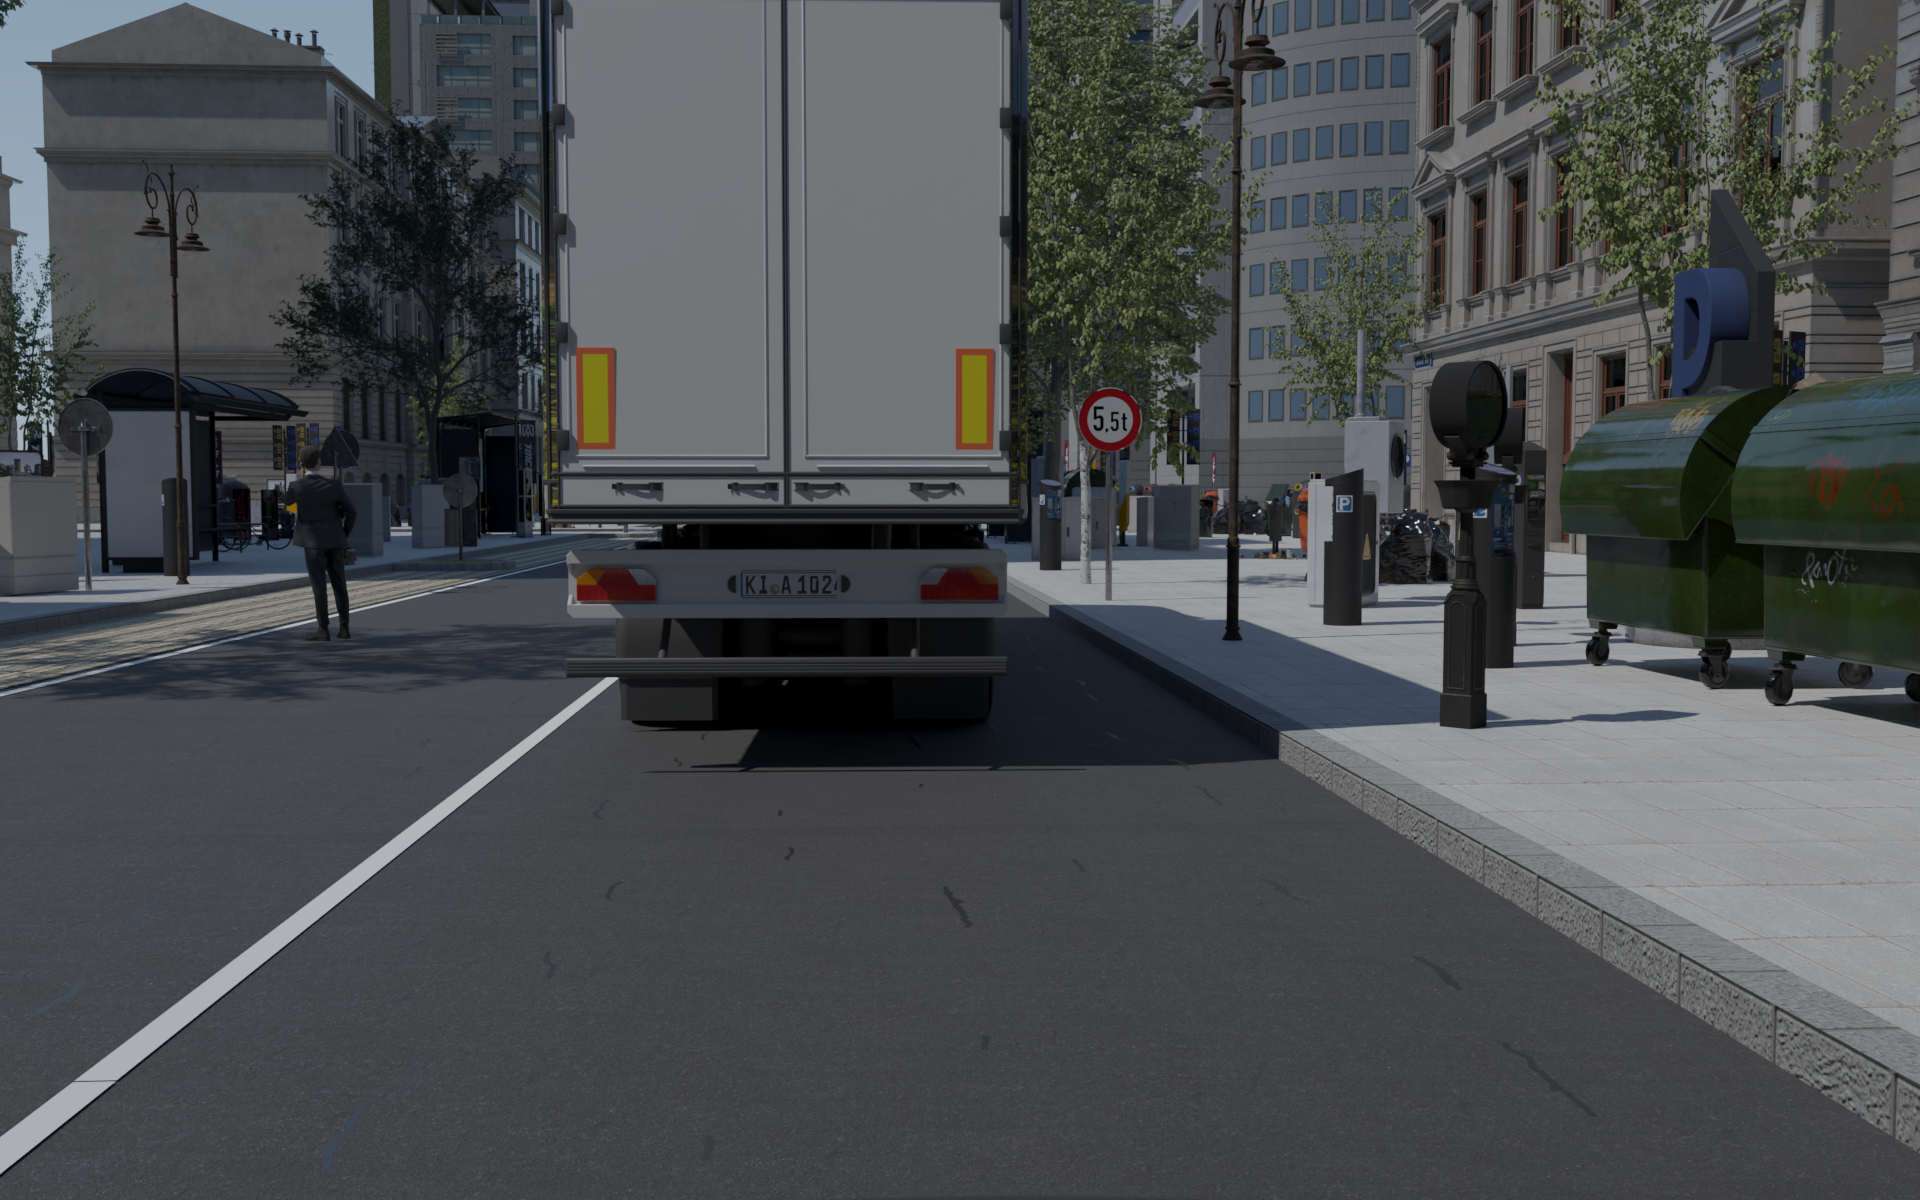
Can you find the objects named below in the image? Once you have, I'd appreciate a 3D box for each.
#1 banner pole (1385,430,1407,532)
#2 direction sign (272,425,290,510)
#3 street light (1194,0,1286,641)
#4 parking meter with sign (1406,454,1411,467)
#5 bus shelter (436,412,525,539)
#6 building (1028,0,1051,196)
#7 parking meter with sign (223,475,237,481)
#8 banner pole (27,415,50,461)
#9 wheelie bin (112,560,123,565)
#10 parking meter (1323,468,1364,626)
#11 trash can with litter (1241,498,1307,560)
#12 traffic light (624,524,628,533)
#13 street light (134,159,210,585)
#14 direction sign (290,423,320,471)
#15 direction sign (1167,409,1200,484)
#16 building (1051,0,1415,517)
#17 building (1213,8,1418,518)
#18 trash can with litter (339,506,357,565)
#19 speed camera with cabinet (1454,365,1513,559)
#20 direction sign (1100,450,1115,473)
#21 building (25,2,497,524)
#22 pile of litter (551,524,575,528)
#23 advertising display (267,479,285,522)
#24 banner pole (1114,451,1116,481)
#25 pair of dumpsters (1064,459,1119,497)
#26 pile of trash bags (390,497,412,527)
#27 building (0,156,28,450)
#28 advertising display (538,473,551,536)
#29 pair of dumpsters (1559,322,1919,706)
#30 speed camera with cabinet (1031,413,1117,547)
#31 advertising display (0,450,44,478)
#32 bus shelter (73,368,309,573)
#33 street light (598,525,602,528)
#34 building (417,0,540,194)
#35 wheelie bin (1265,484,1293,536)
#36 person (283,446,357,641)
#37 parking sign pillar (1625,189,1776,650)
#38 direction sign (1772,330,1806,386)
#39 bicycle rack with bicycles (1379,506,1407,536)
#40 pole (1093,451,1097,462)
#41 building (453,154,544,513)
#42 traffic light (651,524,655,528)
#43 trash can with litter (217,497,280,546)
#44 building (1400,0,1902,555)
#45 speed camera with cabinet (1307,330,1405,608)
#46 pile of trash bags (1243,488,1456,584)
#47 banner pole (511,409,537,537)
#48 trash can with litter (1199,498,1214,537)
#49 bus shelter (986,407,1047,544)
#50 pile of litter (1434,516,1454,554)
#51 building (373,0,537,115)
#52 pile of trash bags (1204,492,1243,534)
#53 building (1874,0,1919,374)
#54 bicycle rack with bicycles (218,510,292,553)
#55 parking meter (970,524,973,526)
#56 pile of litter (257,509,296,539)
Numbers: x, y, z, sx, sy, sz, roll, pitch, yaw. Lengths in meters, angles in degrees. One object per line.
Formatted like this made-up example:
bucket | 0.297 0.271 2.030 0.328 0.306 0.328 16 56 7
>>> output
banner pole | 14.847 -4.229 59.160 0.863 3.779 0.401 0 4 5
direction sign | -22.256 -3.983 57.121 0.379 3.537 0.876 2 4 32
street light | 2.394 -2.585 15.046 0.468 5.910 1.993 0 4 -4
parking meter with sign | 19.517 -4.932 76.896 0.543 3.016 1.738 0 4 1
bus shelter | -14.420 -3.744 52.489 1.731 3.624 6.357 0 4 -3
building | 14.555 -33.152 165.737 21.300 48.544 21.600 0 4 -4
parking meter with sign | -29.775 -4.535 70.412 1.738 3.016 0.543 -1 4 -12
banner pole | -28.528 -3.901 53.799 0.401 3.779 0.863 3 5 40
wheelie bin | -15.062 -1.436 31.389 0.693 1.594 0.980 0 4 4
parking meter | 3.754 -0.523 16.959 0.372 1.533 0.369 0 3 0
trash can with litter | 6.494 -1.450 34.767 1.678 1.210 2.233 1 4 18
traffic light | -11.074 -4.187 57.382 0.839 4.253 0.868 0 4 -4
street light | -11.024 -3.156 24.382 0.468 5.910 1.993 0 4 -4
direction sign | -20.837 -3.878 55.409 0.876 3.537 0.379 1 4 21
direction sign | 5.947 -3.315 46.193 0.876 3.537 0.379 1 4 9
building | 16.986 -35.508 122.560 21.231 58.520 28.212 0 4 -4
building | 25.274 -33.383 87.818 28.212 58.520 21.231 0 4 -4
trash can with litter | -11.253 -1.200 31.014 0.624 1.170 1.055 0 4 2
speed camera with cabinet | 8.330 -2.024 27.435 0.660 3.252 2.038 0 4 5
direction sign | 6.270 -4.994 73.645 0.876 3.537 0.379 -3 5 -41
building | -33.430 -16.655 91.391 14.460 24.649 34.723 0 4 -4
pile of litter | -15.179 -3.161 65.643 1.176 0.858 1.719 -1 4 -12
advertising display | -29.017 -4.194 73.786 0.974 1.923 0.123 0 4 0
banner pole | 6.814 -5.407 78.417 0.863 3.779 0.401 -1 4 -20
pair of dumpsters | 3.447 -2.839 48.916 1.574 2.255 4.437 0 4 -3
pile of trash bags | -21.134 -3.562 67.985 3.447 1.369 1.912 0 4 -5
building | -57.975 -14.513 79.089 24.055 21.916 13.314 0 4 -4
advertising display | -12.834 -2.962 53.635 0.123 1.923 0.974 0 4 5
pair of dumpsters | 5.434 -0.515 10.913 1.574 2.255 4.437 0 4 -4
speed camera with cabinet | 2.794 -2.939 42.388 2.038 3.252 0.660 1 4 23
advertising display | -13.827 -1.221 25.180 0.123 1.923 0.974 3 5 40
bus shelter | -13.356 -2.243 30.592 2.014 3.302 5.546 0 4 -4
street light | -13.676 -5.678 65.615 0.468 5.910 1.993 0 4 -4
building | -36.535 -28.262 145.679 14.154 41.232 14.086 0 4 -4
wheelie bin | 9.716 -2.735 52.627 0.693 1.594 0.980 -3 5 -41
person | -6.280 -0.557 16.976 0.648 1.900 0.474 -3 5 -43
parking sign pillar | 6.504 -1.611 14.807 1.447 3.967 1.447 0 4 7
direction sign | 11.431 -1.962 24.073 0.876 3.537 0.379 -2 4 -31
bicycle rack with bicycles | 13.197 -2.361 51.986 2.925 0.926 2.852 3 5 45
pole | 6.371 -5.390 81.963 0.158 3.312 0.155 0 3 0
building | -36.343 -17.786 124.086 16.112 22.955 30.059 0 4 -4
traffic light | -11.587 -4.675 65.350 0.839 4.253 0.868 0 4 -4
trash can with litter | -18.134 -1.976 43.359 2.233 1.210 1.678 1 4 18
building | 17.986 -12.305 37.348 11.583 22.565 21.152 0 4 -4
speed camera with cabinet | 4.663 -1.585 20.249 0.660 3.252 2.038 2 4 29
pile of trash bags | 5.827 -0.935 25.047 1.912 1.369 3.447 3 4 39
banner pole | -12.960 -3.758 51.457 0.863 3.779 0.401 -3 4 -38
trash can with litter | 7.199 -2.441 51.297 0.624 1.170 1.055 0 4 5
bus shelter | 1.464 -3.445 47.607 1.731 3.624 6.357 0 4 -4
pile of litter | 9.483 -1.199 33.566 1.176 0.858 1.719 0 4 2
building | -41.973 -38.162 165.956 21.231 58.520 28.212 0 4 -4
pile of trash bags | 9.699 -2.824 55.933 1.912 1.369 3.447 3 5 44
building | 18.936 -10.252 16.779 9.793 20.994 18.267 0 4 -4
bicycle rack with bicycles | -16.844 -1.558 38.851 2.925 0.926 2.852 0 4 -2
parking meter | 0.337 -2.933 56.365 0.372 1.533 0.369 0 3 0
pile of litter | -19.370 -2.205 50.024 1.719 0.858 1.176 1 4 13
